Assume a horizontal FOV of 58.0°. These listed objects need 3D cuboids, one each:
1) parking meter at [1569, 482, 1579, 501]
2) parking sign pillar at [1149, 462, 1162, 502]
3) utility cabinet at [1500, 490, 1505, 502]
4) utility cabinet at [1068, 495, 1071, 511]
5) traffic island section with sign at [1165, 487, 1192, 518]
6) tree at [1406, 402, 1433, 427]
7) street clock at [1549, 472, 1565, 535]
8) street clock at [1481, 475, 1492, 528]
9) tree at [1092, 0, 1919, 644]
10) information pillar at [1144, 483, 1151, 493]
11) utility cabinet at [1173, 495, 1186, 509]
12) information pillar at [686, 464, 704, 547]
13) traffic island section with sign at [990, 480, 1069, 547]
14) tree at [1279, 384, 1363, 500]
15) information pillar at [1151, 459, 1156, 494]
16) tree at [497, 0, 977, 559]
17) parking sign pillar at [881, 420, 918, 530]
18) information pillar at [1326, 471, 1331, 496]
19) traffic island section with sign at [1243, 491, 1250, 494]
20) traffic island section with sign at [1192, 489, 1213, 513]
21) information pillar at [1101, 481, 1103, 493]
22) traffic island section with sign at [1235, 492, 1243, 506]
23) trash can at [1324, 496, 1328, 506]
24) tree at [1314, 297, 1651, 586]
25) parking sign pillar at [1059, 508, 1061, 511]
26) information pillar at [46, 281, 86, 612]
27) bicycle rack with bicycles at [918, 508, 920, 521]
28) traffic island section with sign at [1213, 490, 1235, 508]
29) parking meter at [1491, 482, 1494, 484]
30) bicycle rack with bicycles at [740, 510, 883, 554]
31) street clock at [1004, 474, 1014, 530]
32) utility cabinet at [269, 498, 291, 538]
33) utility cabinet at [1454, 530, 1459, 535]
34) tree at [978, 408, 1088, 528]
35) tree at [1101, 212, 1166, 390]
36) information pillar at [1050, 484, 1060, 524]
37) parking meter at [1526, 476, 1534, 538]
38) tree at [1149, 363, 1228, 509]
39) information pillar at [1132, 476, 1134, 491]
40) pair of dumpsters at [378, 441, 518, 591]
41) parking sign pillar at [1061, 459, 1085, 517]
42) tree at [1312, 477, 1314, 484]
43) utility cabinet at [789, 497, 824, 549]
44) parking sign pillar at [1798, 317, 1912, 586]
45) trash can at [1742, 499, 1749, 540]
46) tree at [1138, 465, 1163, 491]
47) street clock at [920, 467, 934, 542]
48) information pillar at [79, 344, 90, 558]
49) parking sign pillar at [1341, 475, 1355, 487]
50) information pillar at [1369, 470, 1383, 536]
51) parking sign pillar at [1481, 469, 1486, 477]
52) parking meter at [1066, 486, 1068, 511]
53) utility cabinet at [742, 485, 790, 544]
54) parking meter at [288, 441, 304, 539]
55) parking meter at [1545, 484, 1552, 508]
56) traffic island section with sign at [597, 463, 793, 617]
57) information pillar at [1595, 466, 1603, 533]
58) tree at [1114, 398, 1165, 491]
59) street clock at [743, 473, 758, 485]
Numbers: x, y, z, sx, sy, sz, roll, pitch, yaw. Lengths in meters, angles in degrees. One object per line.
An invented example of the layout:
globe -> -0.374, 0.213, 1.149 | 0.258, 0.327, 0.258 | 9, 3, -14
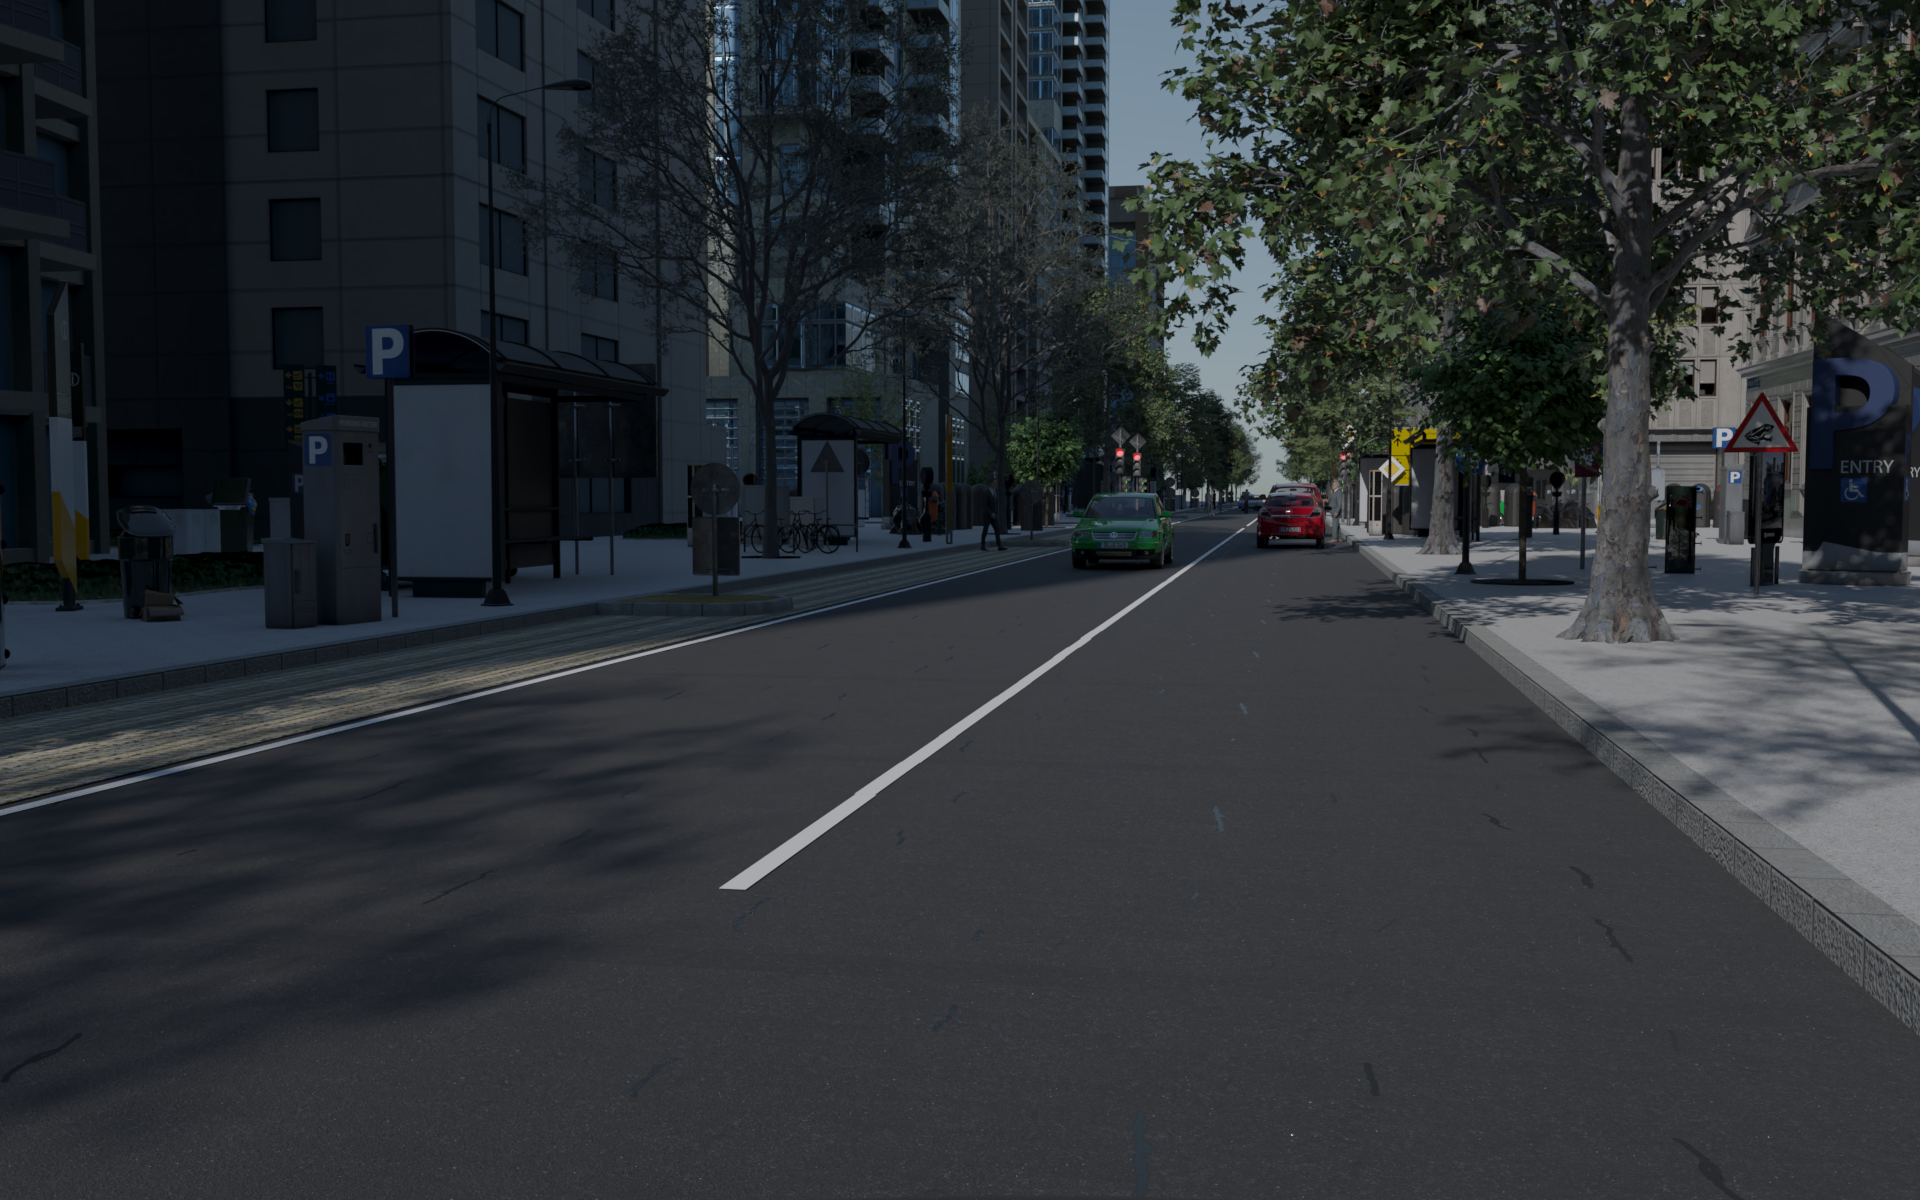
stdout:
parking meter -> 30.272, -4.875, 85.410 | 0.399, 1.863, 0.255 | 2, 4, 27
parking sign pillar -> 14.731, -8.790, 132.189 | 1.447, 3.967, 1.447 | -1, 4, -13
utility cabinet -> 30.945, -5.552, 99.452 | 1.173, 1.500, 0.318 | 0, 4, 3
utility cabinet -> 7.989, -7.120, 127.569 | 0.306, 1.237, 1.020 | 0, 4, 7
traffic island section with sign -> 12.448, -5.721, 102.173 | 1.989, 1.847, 2.006 | 1, 4, 11
tree -> 30.964, -10.054, 114.749 | 4.360, 8.622, 3.978 | 0, 3, 0
street clock -> 18.785, -3.055, 54.522 | 0.471, 2.002, 0.358 | 1, 4, 15
street clock -> 19.791, -3.707, 65.181 | 0.358, 2.002, 0.471 | 3, 5, 42
tree -> 5.961, -5.993, 14.995 | 9.611, 12.733, 9.660 | 0, 3, 0
information pillar -> 11.913, -6.460, 110.115 | 0.304, 2.012, 0.304 | 3, 5, 41
utility cabinet -> 18.729, -8.361, 147.867 | 1.020, 1.237, 0.306 | 1, 4, 21
information pillar -> -6.422, -2.296, 42.039 | 0.304, 2.012, 0.304 | -3, 5, -39
traffic island section with sign -> 1.965, -2.382, 47.576 | 1.989, 1.847, 2.006 | 1, 4, 11
tree -> 26.173, -11.577, 123.699 | 7.601, 10.594, 8.767 | -1, 4, -15
information pillar -> 12.370, -7.314, 110.936 | 0.183, 3.616, 0.504 | -2, 4, -31
tree -> -3.766, -7.563, 34.024 | 12.009, 13.543, 11.850 | 0, 3, 0
parking sign pillar -> -2.174, -4.561, 63.039 | 1.447, 3.967, 1.447 | -3, 5, -39
information pillar -> 31.277, -9.522, 147.042 | 0.183, 3.616, 0.504 | -3, 5, -40
traffic island section with sign -> 42.320, -15.241, 257.824 | 1.989, 1.847, 2.006 | 1, 4, 11
traffic island section with sign -> 17.526, -7.341, 128.648 | 1.989, 1.847, 2.006 | 1, 4, 11
information pillar -> 8.091, -5.694, 97.585 | 0.304, 2.012, 0.304 | 0, 4, -7
traffic island section with sign -> 31.982, -11.943, 203.897 | 1.989, 1.847, 2.006 | 1, 4, 11
trash can -> 29.223, -7.696, 137.477 | 0.748, 1.137, 0.748 | 0, 3, 0
tree -> 8.066, -2.519, 24.892 | 4.285, 4.588, 4.351 | 0, 3, 0
parking sign pillar -> 8.395, -8.871, 133.505 | 1.447, 3.967, 1.447 | -3, 5, -40
information pillar -> -9.791, -1.684, 18.880 | 0.183, 3.616, 0.504 | -1, 4, -10
bicycle rack with bicycles -> -1.537, -3.257, 66.639 | 2.925, 0.926, 2.852 | -1, 4, -10
traffic island section with sign -> 26.866, -10.315, 177.282 | 1.989, 1.847, 2.006 | 1, 4, 11
parking meter -> 23.145, -4.287, 75.796 | 0.399, 1.863, 0.255 | -2, 4, -32
bicycle rack with bicycles -> -3.503, -1.507, 38.028 | 2.852, 0.926, 2.925 | -3, 5, -42
street clock -> 1.720, -3.515, 62.034 | 0.358, 2.002, 0.471 | 3, 4, 39
utility cabinet -> -10.995, -1.064, 28.550 | 1.020, 1.237, 0.306 | 3, 5, 42
utility cabinet -> 15.705, -2.676, 54.912 | 0.306, 1.237, 1.020 | 1, 4, 14
tree -> 3.253, -5.024, 65.852 | 4.285, 4.588, 4.351 | 0, 3, 0
tree -> 1.191, -8.811, 54.428 | 12.009, 13.543, 11.850 | 0, 3, 0
information pillar -> 4.012, -4.205, 73.252 | 0.304, 2.012, 0.304 | 2, 4, 29
parking meter -> 16.605, -2.757, 50.796 | 0.255, 1.863, 0.399 | -1, 4, -13
tree -> 19.032, -14.162, 149.675 | 7.486, 12.596, 7.792 | 0, 3, 0
information pillar -> 11.502, -7.578, 115.248 | 0.183, 3.616, 0.504 | 1, 4, 11
pair of dumpsters -> -7.750, -1.370, 24.888 | 1.574, 2.255, 4.437 | 1, 4, 11
parking sign pillar -> 6.663, -6.641, 97.054 | 1.447, 3.967, 1.447 | 0, 4, -8
tree -> 19.687, -6.036, 82.402 | 4.285, 4.588, 4.351 | 0, 3, 0
utility cabinet -> -3.621, -1.823, 40.974 | 0.306, 1.237, 1.020 | -3, 5, -40
parking sign pillar -> 12.845, -2.220, 24.767 | 1.447, 3.967, 1.447 | 3, 5, 40
trash can -> 22.324, -2.286, 49.033 | 0.748, 1.137, 0.748 | 0, 3, 0
tree -> 12.356, -7.267, 113.414 | 1.663, 3.219, 1.824 | 0, 3, 0
street clock -> -0.883, -2.557, 46.382 | 0.358, 2.002, 0.471 | -1, 4, -21
information pillar -> -13.893, -2.185, 27.082 | 0.504, 3.616, 0.183 | 0, 4, -2
parking sign pillar -> 29.616, -8.799, 132.327 | 1.447, 3.967, 1.447 | -2, 4, -31
information pillar -> 12.769, -2.980, 53.208 | 0.304, 2.012, 0.304 | -1, 4, -11
parking sign pillar -> 31.273, -7.115, 104.799 | 1.447, 3.967, 1.447 | -1, 4, -12
parking meter -> 7.717, -7.406, 126.794 | 0.399, 1.863, 0.255 | 2, 4, 26
utility cabinet -> -4.920, -2.154, 43.900 | 1.173, 1.500, 0.318 | -2, 4, -24
parking meter -> -7.216, -0.828, 19.243 | 0.399, 1.863, 0.255 | 2, 4, 27
parking meter -> 33.989, -5.770, 100.052 | 0.399, 1.863, 0.255 | 1, 4, 14
traffic island section with sign -> -3.123, -0.763, 21.104 | 1.989, 1.847, 2.006 | 1, 4, 11
information pillar -> 21.138, -4.009, 56.905 | 0.504, 3.616, 0.183 | -2, 4, -34
tree -> 12.460, -10.273, 118.319 | 4.360, 8.622, 3.978 | 0, 3, 0
street clock -> -7.370, -3.444, 60.881 | 0.471, 2.002, 0.358 | -2, 4, -29
